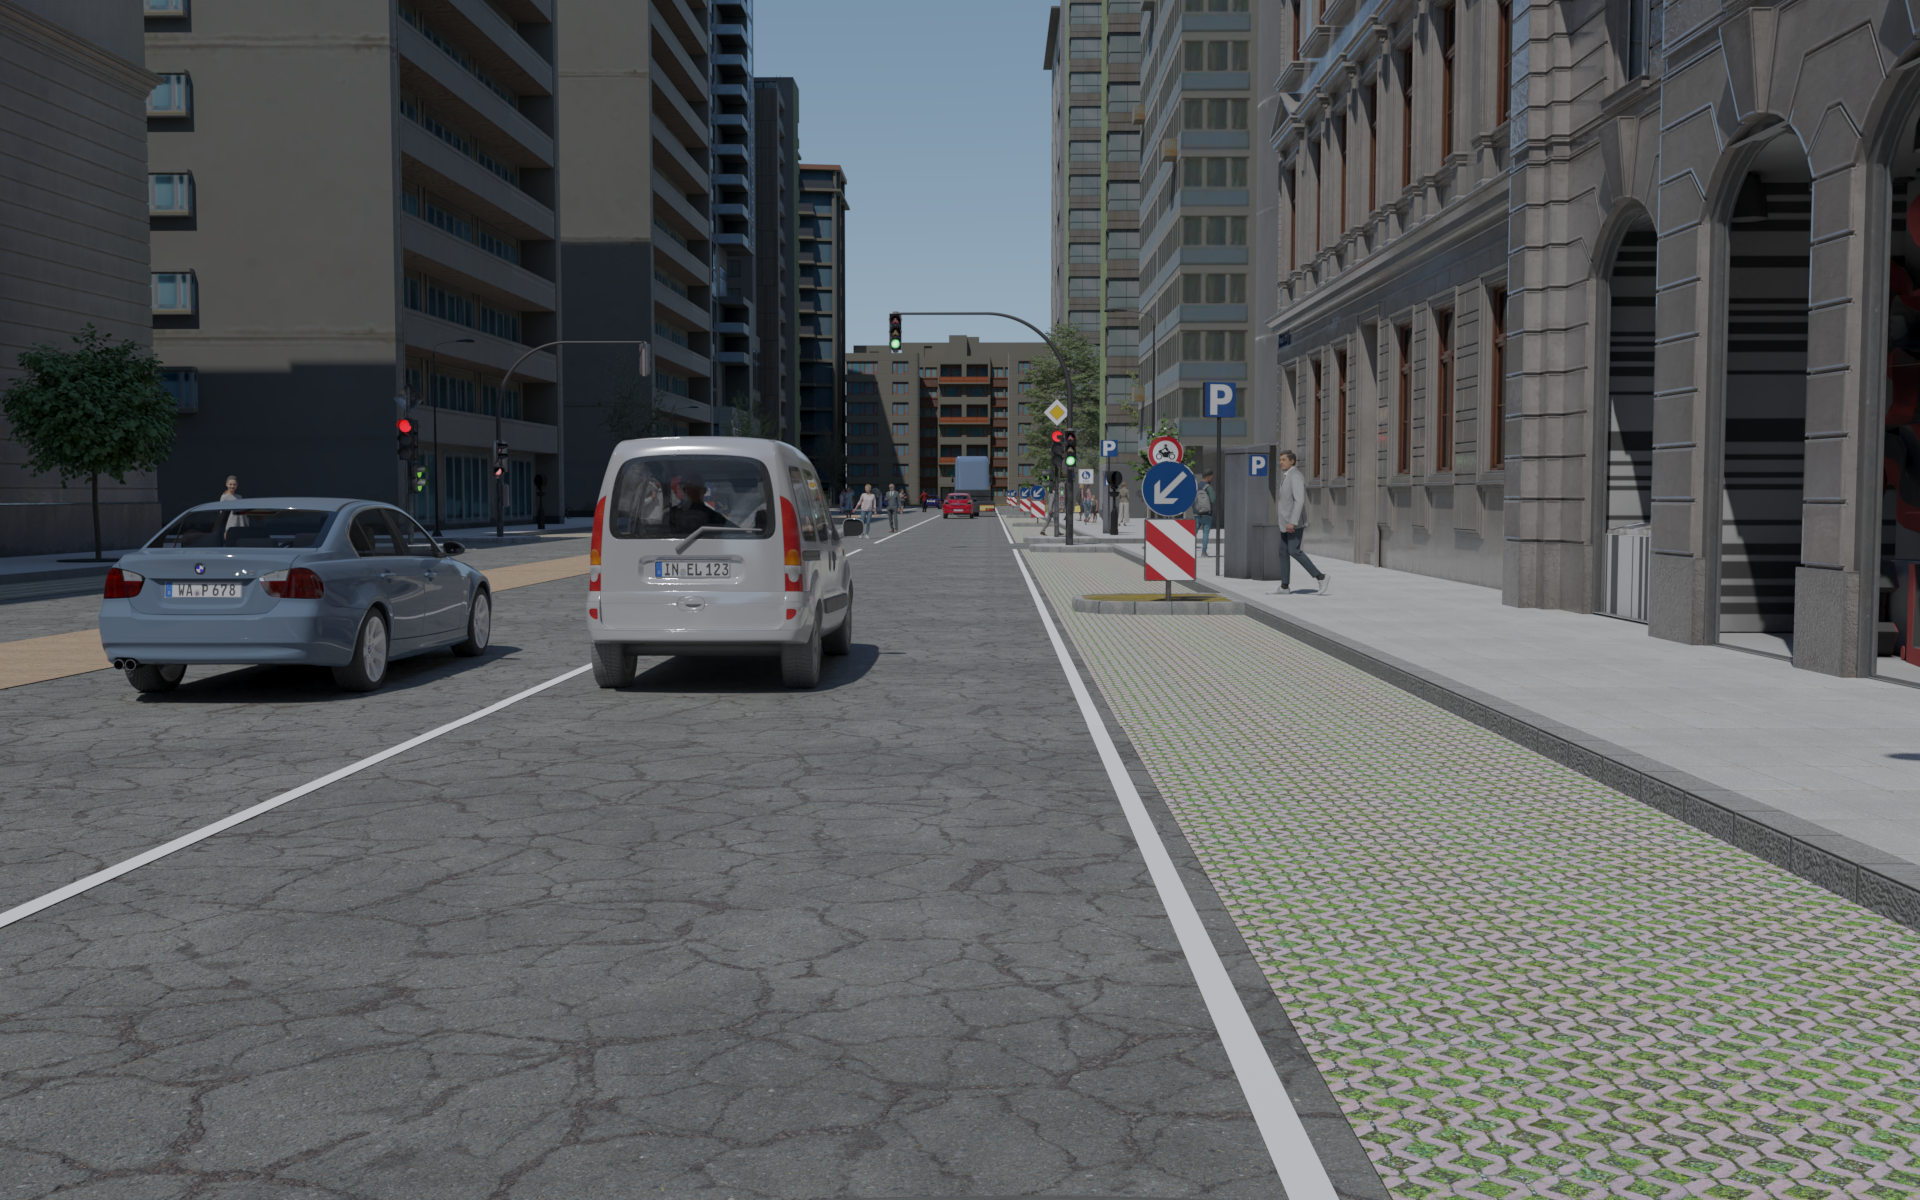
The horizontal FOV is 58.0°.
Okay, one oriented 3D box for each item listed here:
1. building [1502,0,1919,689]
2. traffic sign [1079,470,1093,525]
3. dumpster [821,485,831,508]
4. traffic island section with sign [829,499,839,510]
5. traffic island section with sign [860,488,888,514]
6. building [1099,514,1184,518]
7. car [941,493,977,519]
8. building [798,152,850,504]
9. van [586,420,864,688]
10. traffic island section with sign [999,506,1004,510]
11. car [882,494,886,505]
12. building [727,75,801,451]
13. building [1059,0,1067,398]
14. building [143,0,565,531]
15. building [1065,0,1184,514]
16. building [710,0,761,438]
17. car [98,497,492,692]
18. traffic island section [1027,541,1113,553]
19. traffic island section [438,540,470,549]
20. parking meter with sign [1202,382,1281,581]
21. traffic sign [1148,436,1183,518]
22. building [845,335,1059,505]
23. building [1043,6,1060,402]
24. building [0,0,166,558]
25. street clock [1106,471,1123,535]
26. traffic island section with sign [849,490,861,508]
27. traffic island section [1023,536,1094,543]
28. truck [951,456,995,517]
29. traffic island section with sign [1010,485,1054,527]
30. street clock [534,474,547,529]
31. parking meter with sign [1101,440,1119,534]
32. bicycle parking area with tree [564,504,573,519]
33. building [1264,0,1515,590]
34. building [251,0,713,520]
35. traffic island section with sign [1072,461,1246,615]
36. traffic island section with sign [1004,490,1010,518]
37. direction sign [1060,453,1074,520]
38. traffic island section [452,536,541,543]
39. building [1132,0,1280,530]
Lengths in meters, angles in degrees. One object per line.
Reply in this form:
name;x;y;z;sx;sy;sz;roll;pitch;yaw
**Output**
building;11.956;-10.154;7.811;13.314;21.916;24.055;0;4;1
traffic sign;5.219;-4.258;71.742;0.606;2.300;0.079;0;4;5
dumpster;-11.991;-8.688;147.006;1.985;2.255;1.502;0;4;2
traffic island section with sign;-11.721;-8.858;153.459;1.989;1.847;2.006;0;4;1
traffic island section with sign;-6.216;-7.233;126.398;2.006;1.907;1.989;0;4;1
building;14.799;-25.267;96.712;14.154;41.232;14.086;0;4;1
car;-0.078;-5.659;101.565;2.155;1.783;4.494;0;4;1
building;-29.086;-34.756;222.882;28.867;44.769;22.147;0;4;1
van;-1.835;-0.438;14.166;2.013;2.044;4.112;0;4;2
traffic island section with sign;4.598;-8.859;153.475;1.989;1.847;2.006;0;4;1
car;-8.366;-11.375;195.770;2.009;1.686;4.222;0;4;3
building;-22.980;-29.447;165.055;14.154;41.232;14.086;0;4;1
building;19.536;-37.624;157.143;21.231;58.520;28.212;0;4;1
building;-27.884;-26.865;62.945;21.300;48.544;21.600;0;4;1
building;15.298;-27.708;136.628;14.154;41.232;14.086;0;4;1
building;-27.701;-50.677;141.239;22.319;86.520;31.000;0;4;1
car;-5.097;-0.111;13.820;2.014;1.417;4.499;0;4;0
traffic island section;2.757;-1.295;43.453;2.009;0.180;2.903;0;4;1
traffic island section;-13.882;-1.312;43.735;2.009;0.180;2.903;0;4;1
parking meter with sign;4.338;-1.837;26.297;0.543;3.016;1.738;-1;4;-21
traffic sign;4.482;-2.308;37.834;0.768;2.556;0.104;0;4;5
building;0.658;-23.285;225.756;28.899;21.520;27.650;0;4;1
building;23.613;-36.462;185.385;28.713;52.752;27.495;0;4;1
building;-31.361;-14.560;35.325;25.104;27.353;12.463;0;4;1
street clock;4.812;-3.023;53.993;0.471;2.002;0.358;-2;4;-34
traffic island section with sign;-11.270;-10.525;180.703;1.989;1.847;2.006;0;4;1
traffic island section;2.890;-1.783;51.437;2.009;0.180;2.903;0;4;1
truck;0.911;-7.816;117.542;2.967;4.110;18.799;0;4;-1
traffic island section with sign;3.310;-4.147;76.428;1.989;1.847;2.006;0;4;1
street clock;-15.191;-3.561;62.786;0.471;2.002;0.358;3;4;36
parking meter with sign;4.906;-3.678;56.402;0.543;3.016;1.738;1;4;9
bicycle parking area with tree;-24.327;-6.088;86.548;8.231;4.147;9.016;2;4;27
building;12.307;-11.877;30.348;11.583;22.565;21.152;0;4;1
building;-27.312;-29.395;104.313;21.300;48.544;21.600;0;4;1
traffic island section with sign;2.394;-0.776;21.324;1.989;1.847;2.006;0;4;1
traffic island section with sign;3.775;-5.811;103.639;1.989;1.847;2.006;0;4;1
direction sign;5.220;-5.655;84.456;0.876;3.537;0.379;-3;4;-36
traffic island section;-13.749;-1.801;51.719;2.009;0.180;2.903;0;4;1
building;19.334;-22.889;66.120;23.993;40.220;32.217;0;4;1
